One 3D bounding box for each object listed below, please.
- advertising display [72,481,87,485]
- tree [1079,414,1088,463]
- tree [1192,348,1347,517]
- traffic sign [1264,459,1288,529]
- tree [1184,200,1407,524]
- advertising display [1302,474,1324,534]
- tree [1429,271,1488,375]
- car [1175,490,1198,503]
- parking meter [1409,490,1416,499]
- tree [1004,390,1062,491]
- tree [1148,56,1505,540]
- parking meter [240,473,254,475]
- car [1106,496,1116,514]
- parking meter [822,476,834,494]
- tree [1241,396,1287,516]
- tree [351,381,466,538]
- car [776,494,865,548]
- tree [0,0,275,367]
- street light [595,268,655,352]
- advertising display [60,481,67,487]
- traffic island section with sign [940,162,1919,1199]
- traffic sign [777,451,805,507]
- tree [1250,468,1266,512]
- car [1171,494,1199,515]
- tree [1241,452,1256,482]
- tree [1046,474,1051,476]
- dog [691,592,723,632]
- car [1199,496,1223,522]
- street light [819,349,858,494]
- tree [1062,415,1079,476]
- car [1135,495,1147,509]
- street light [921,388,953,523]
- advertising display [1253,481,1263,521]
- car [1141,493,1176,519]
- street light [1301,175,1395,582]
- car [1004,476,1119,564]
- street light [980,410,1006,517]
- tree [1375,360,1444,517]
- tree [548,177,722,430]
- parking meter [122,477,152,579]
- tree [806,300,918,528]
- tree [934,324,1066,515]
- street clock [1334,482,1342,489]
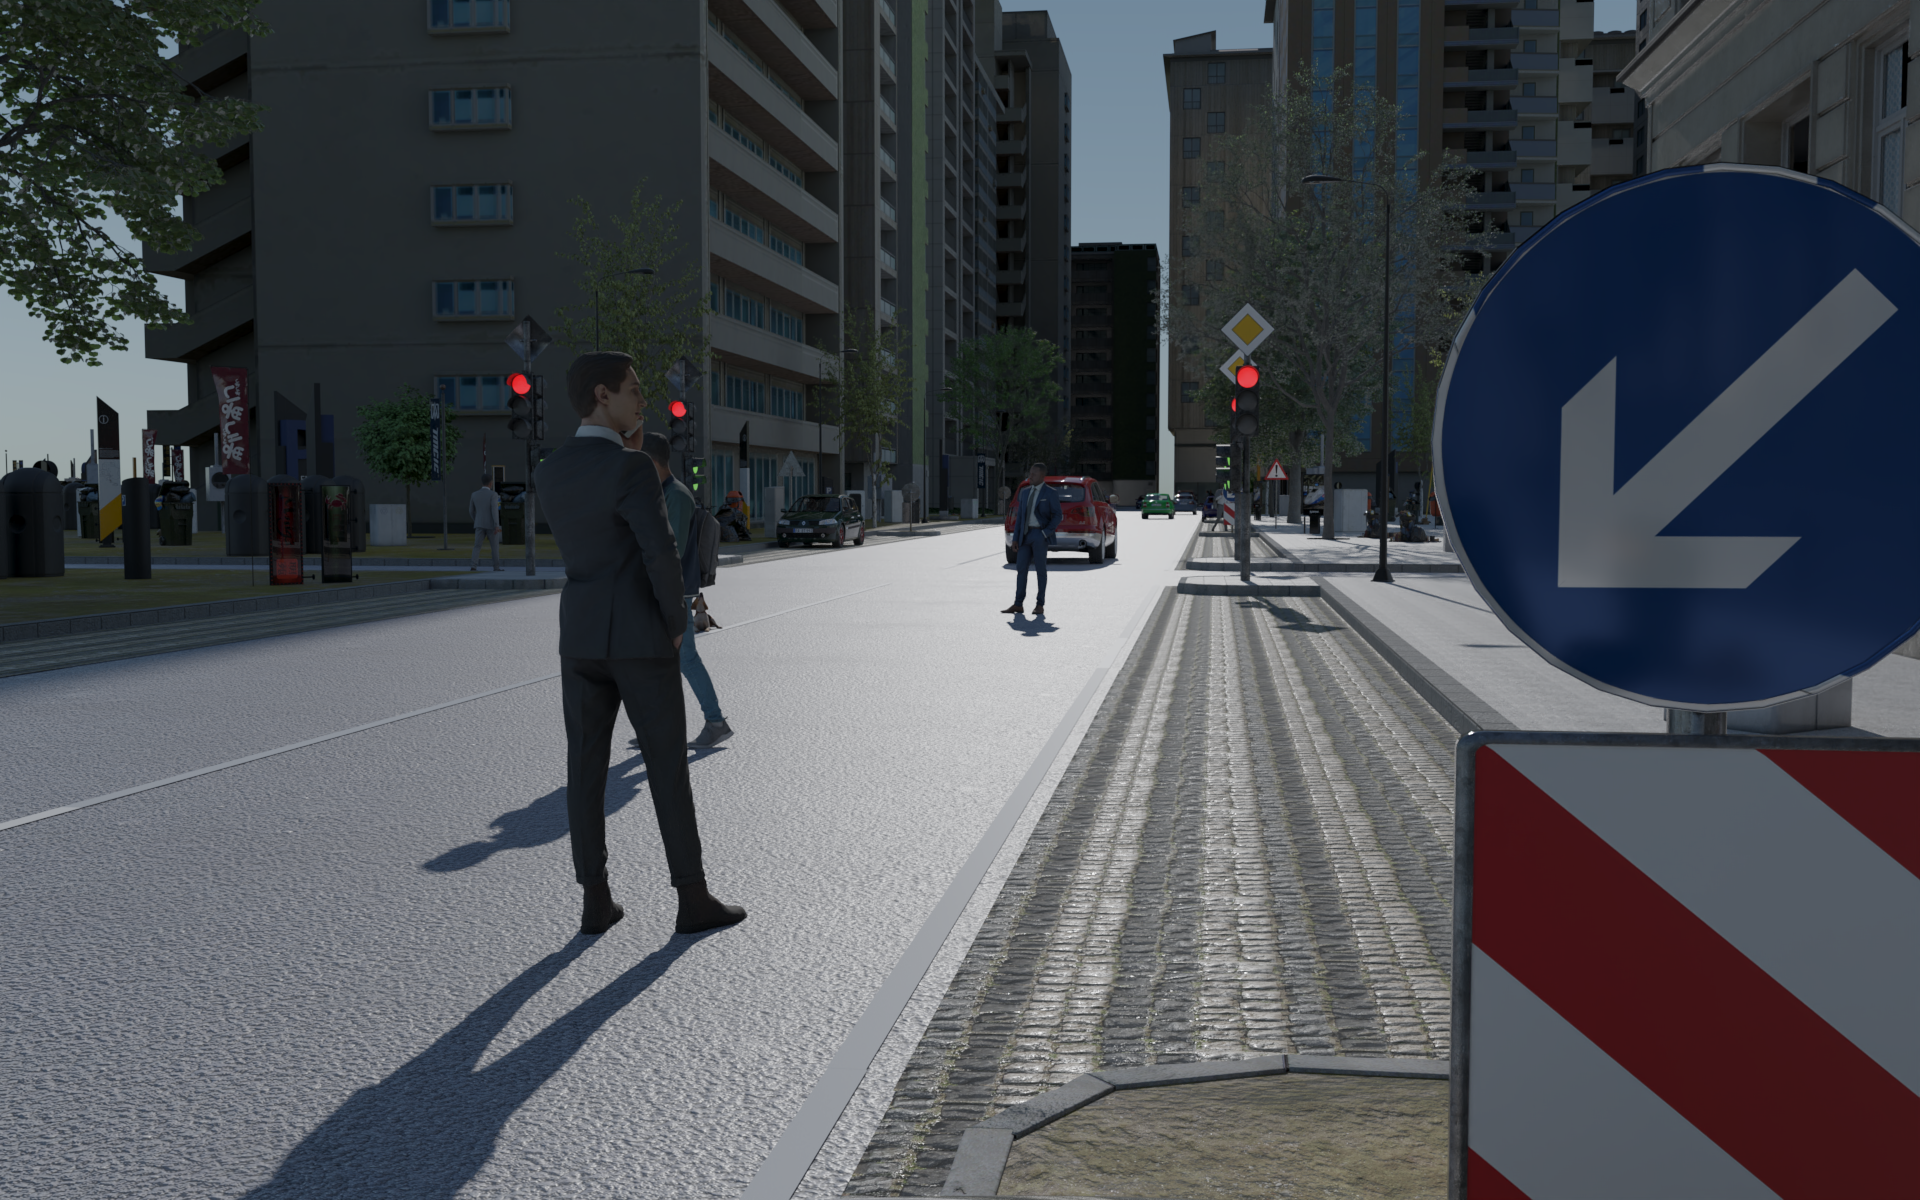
[{"bbox_3d":[-42.811,-4.854,84.570,0.123,1.923,0.974,2,4,35],"label":"advertising display"},{"bbox_3d":[9.975,-12.766,159.078,4.360,8.622,3.978,0,3,0],"label":"tree"},{"bbox_3d":[17.178,-9.838,95.260,8.767,10.594,7.601,0,4,-1],"label":"tree"},{"bbox_3d":[11.659,-3.905,63.849,0.884,2.594,0.081,1,4,10],"label":"traffic sign"},{"bbox_3d":[14.517,-10.315,75.306,9.857,13.997,8.962,0,3,0],"label":"tree"},{"bbox_3d":[11.416,-3.086,55.674,0.123,1.923,0.974,-3,4,-38],"label":"advertising display"},{"bbox_3d":[17.362,-6.503,56.678,4.360,8.622,3.978,0,3,0],"label":"tree"},{"bbox_3d":[22.591,-10.056,173.082,2.281,1.827,5.304,1,4,10],"label":"car"},{"bbox_3d":[27.836,-6.005,106.592,0.372,1.533,0.369,0,3,0],"label":"parking meter"},{"bbox_3d":[4.861,-10.423,120.784,4.360,8.622,3.978,0,3,0],"label":"tree"},{"bbox_3d":[10.370,-8.451,48.550,12.009,13.543,11.850,0,3,0],"label":"tree"},{"bbox_3d":[-18.681,-2.434,45.513,0.255,1.863,0.399,1,4,12],"label":"parking meter"},{"bbox_3d":[7.952,-5.292,99.103,1.945,1.354,3.894,1,4,10],"label":"car"},{"bbox_3d":[-4.407,-3.176,57.646,0.399,1.863,0.255,-2,4,-31],"label":"parking meter"},{"bbox_3d":[18.083,-9.295,102.331,4.737,8.622,4.395,0,3,0],"label":"tree"},{"bbox_3d":[-16.096,-4.099,50.741,4.285,4.588,4.351,0,3,0],"label":"tree"},{"bbox_3d":[-3.765,-2.283,47.109,2.009,1.686,4.222,1,4,9],"label":"car"},{"bbox_3d":[-10.180,-6.008,16.356,7.486,12.596,7.792,0,3,0],"label":"tree"},{"bbox_3d":[-6.961,-3.870,35.810,1.470,5.913,1.316,1,4,8],"label":"street light"},{"bbox_3d":[-43.152,-4.739,82.704,0.974,1.923,0.123,-3,4,-38],"label":"advertising display"},{"bbox_3d":[0.917,0.351,2.886,1.989,1.847,2.006,1,4,8],"label":"traffic island section with sign"},{"bbox_3d":[-5.064,-3.175,51.913,0.884,2.594,0.081,1,4,14],"label":"traffic sign"},{"bbox_3d":[20.757,-7.862,123.143,1.663,3.219,1.824,0,3,0],"label":"tree"},{"bbox_3d":[15.647,-6.662,120.931,2.014,1.417,4.499,1,4,9],"label":"car"},{"bbox_3d":[29.128,-14.082,180.604,4.360,8.622,3.978,0,3,0],"label":"tree"},{"bbox_3d":[7.246,-9.151,144.215,1.663,3.219,1.824,0,3,0],"label":"tree"},{"bbox_3d":[-2.646,0.117,18.283,0.550,0.427,0.748,3,4,37],"label":"dog"},{"bbox_3d":[13.383,-4.717,89.709,1.945,1.354,3.894,0,4,8],"label":"car"},{"bbox_3d":[-3.961,-5.088,55.726,1.470,5.913,1.316,1,4,8],"label":"street light"},{"bbox_3d":[5.999,-10.767,126.405,4.360,8.622,3.978,0,3,0],"label":"tree"},{"bbox_3d":[17.816,-9.393,166.161,1.945,1.354,3.894,1,4,9],"label":"car"},{"bbox_3d":[-1.022,-6.324,75.938,1.470,5.913,1.316,1,4,8],"label":"street light"},{"bbox_3d":[14.509,-4.842,84.385,0.123,1.923,0.974,-1,4,-10],"label":"advertising display"},{"bbox_3d":[11.502,-5.607,100.475,1.959,1.807,4.718,1,4,9],"label":"car"},{"bbox_3d":[5.670,-3.228,25.316,1.470,5.913,1.316,1,4,8],"label":"street light"},{"bbox_3d":[2.227,-1.745,37.205,2.281,1.827,5.304,1,4,10],"label":"car"},{"bbox_3d":[1.827,-7.559,96.136,1.470,5.913,1.316,1,4,8],"label":"street light"},{"bbox_3d":[25.073,-8.813,94.453,4.737,8.622,4.395,0,3,0],"label":"tree"},{"bbox_3d":[-7.872,-5.553,41.149,4.737,8.622,4.395,0,3,0],"label":"tree"},{"bbox_3d":[-12.426,-1.084,26.136,0.372,1.533,0.369,0,3,0],"label":"parking meter"},{"bbox_3d":[-3.379,-6.997,64.756,4.737,8.622,4.395,0,3,0],"label":"tree"},{"bbox_3d":[2.405,-10.939,104.607,9.928,11.665,9.643,0,3,0],"label":"tree"},{"bbox_3d":[22.599,-6.055,103.573,0.471,2.002,0.358,-3,4,-36],"label":"street clock"}]
